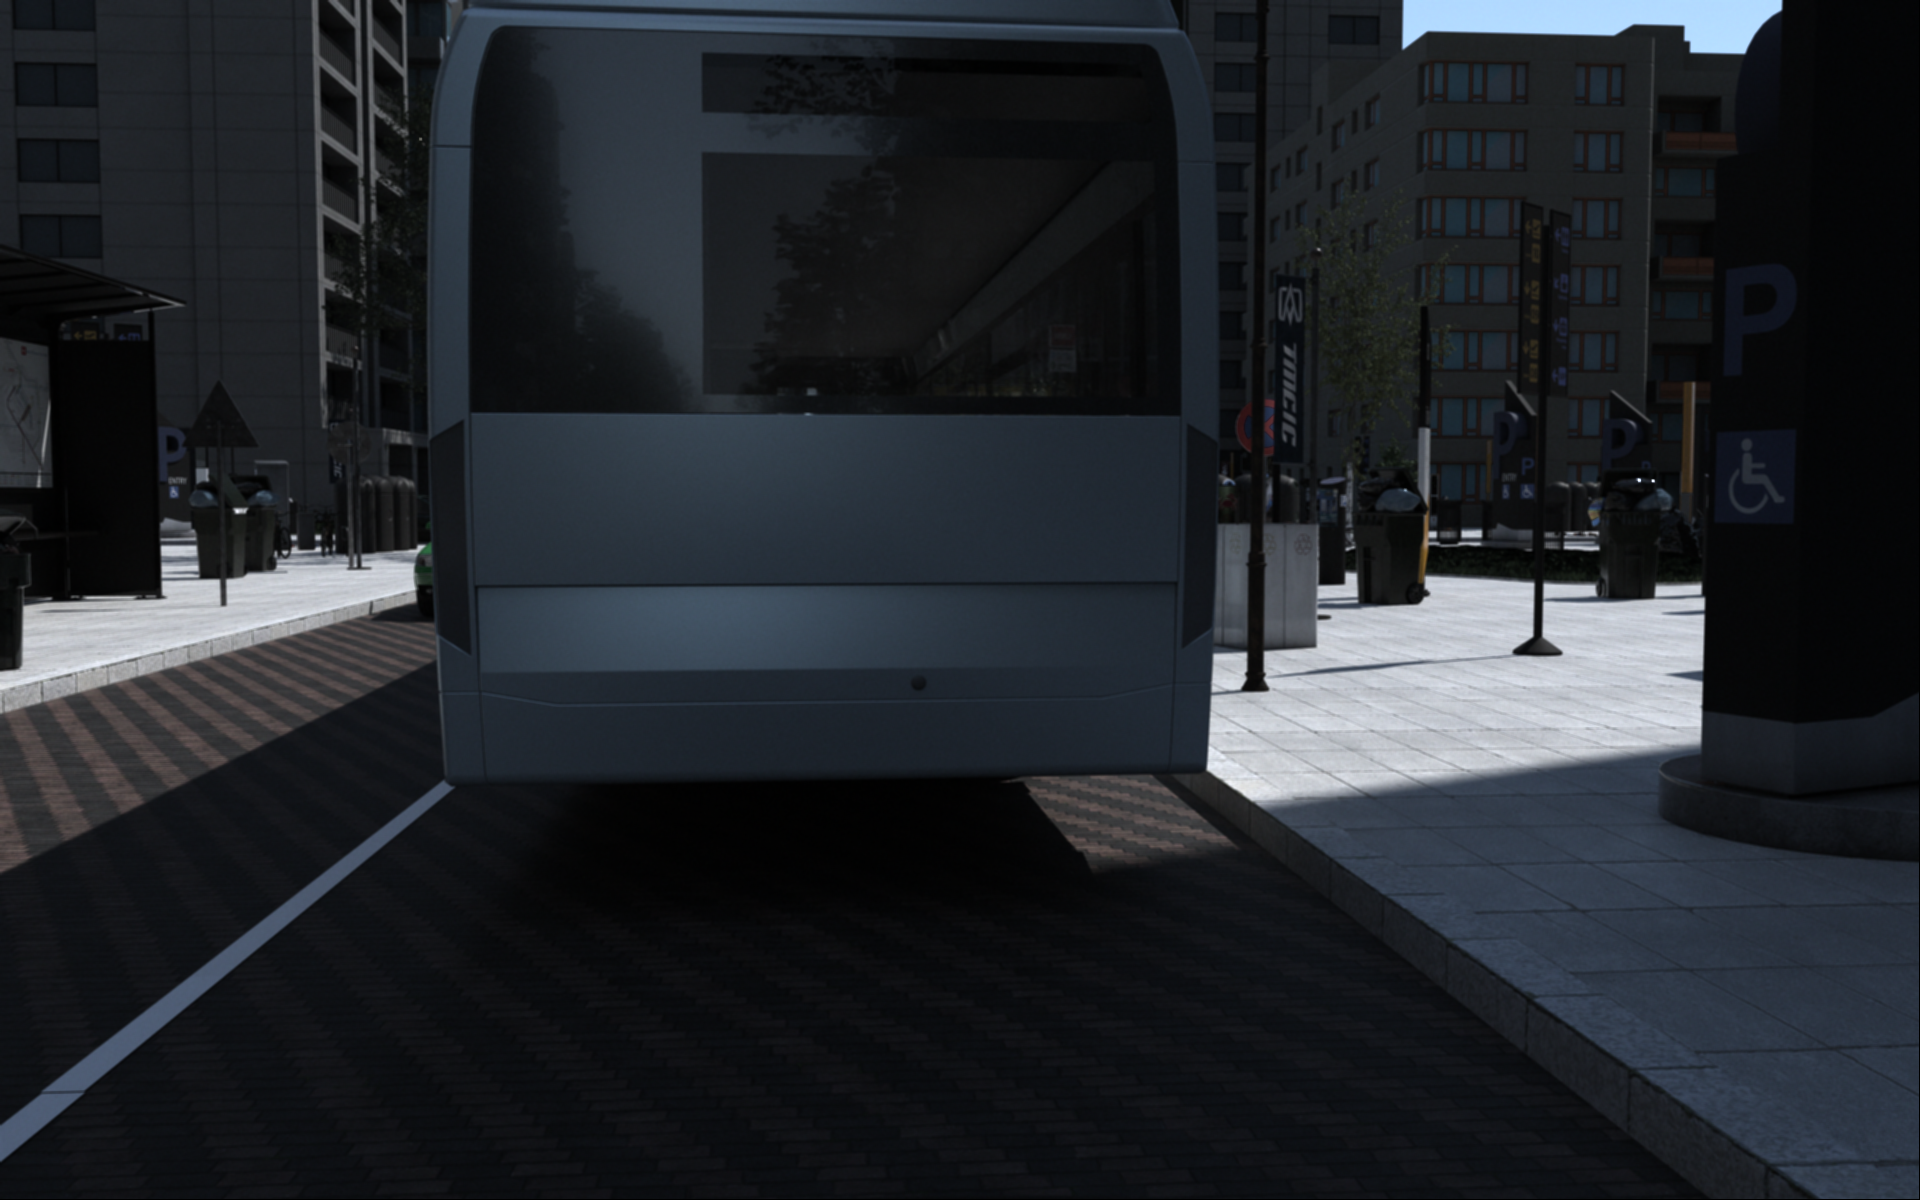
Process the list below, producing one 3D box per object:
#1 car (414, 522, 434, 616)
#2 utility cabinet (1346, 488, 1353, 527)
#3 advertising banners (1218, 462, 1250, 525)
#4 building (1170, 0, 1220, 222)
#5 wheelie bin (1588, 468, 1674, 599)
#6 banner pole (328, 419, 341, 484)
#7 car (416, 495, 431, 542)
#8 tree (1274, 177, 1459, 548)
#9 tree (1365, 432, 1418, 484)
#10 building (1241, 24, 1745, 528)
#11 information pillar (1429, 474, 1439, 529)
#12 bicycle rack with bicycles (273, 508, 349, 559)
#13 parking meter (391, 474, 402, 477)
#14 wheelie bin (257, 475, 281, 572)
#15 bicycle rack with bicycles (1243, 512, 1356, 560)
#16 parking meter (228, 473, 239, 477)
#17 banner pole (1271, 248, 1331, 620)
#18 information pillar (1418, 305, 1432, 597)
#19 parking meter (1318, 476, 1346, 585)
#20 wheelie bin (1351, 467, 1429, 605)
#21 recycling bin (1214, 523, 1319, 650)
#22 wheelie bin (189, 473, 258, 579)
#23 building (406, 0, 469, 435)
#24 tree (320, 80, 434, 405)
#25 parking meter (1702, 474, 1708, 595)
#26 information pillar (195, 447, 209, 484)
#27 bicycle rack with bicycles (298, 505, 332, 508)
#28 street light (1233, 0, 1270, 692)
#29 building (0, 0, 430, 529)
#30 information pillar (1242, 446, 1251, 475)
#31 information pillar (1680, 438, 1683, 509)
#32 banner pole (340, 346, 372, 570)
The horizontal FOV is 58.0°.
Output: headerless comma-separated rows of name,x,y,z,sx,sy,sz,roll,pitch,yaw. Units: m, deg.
car,-5.587,-0.798,21.837,1.959,1.807,4.718,0,4,-4
utility cabinet,14.586,-3.483,65.625,0.318,1.500,1.173,2,4,25
advertising banners,3.191,-1.760,24.964,2.074,3.025,0.090,2,4,33
building,13.450,-40.754,104.579,20.563,71.187,20.611,0,4,-5
wheelie bin,8.283,-0.823,21.360,0.980,1.594,0.693,0,4,8
banner pole,-18.124,-3.724,50.912,0.863,3.779,0.401,-2,4,-30
car,-14.572,-2.251,46.597,4.222,1.686,2.009,0,4,-3
tree,9.555,-5.562,41.303,4.737,8.622,4.395,0,3,0
tree,13.306,-3.617,53.733,1.663,3.219,1.824,0,3,0
building,30.658,-14.370,79.994,28.899,21.520,27.650,0,4,-5
information pillar,17.641,-3.665,64.421,0.304,2.012,0.304,1,4,18
bicycle rack with bicycles,-13.706,-1.357,35.564,2.852,0.926,2.925,-1,4,-21
parking meter,-16.688,-2.797,51.442,0.255,1.863,0.399,1,4,14
wheelie bin,-11.770,-1.276,28.776,0.980,1.594,0.693,0,4,0
bicycle rack with bicycles,6.381,-1.203,33.058,2.925,0.926,2.852,0,4,7
parking meter,-20.536,-2.654,49.108,0.255,1.863,0.399,0,4,-5
banner pole,3.445,-1.686,17.586,0.863,3.779,0.401,-3,5,-39
information pillar,5.842,-1.862,21.805,0.183,3.616,0.504,1,4,22
parking meter,5.288,-0.990,24.592,0.372,1.533,0.369,0,3,0
wheelie bin,5.011,-0.754,20.230,0.693,1.594,0.980,-2,4,-28
recycling bin,2.536,-0.127,14.637,0.722,1.027,0.722,-2,4,-23
wheelie bin,-11.304,-1.132,26.410,0.693,1.594,0.980,0,4,0
building,-48.389,-33.978,175.155,30.456,49.044,23.786,0,4,-5
tree,-9.386,-6.223,36.165,8.767,10.594,7.601,0,4,-2
parking meter,9.599,-0.825,21.900,0.372,1.533,0.369,0,3,0
information pillar,-24.347,-3.934,55.673,0.504,3.616,0.183,2,4,25
bicycle rack with bicycles,-22.134,-2.791,59.012,2.852,0.926,2.925,-3,5,-43
street light,1.930,-2.346,11.144,0.468,5.910,1.993,0,4,-5
building,-32.366,-38.729,71.472,20.563,71.187,20.611,0,4,-5
information pillar,13.117,-5.380,79.316,0.504,3.616,0.183,1,4,8
information pillar,26.569,-4.420,63.630,0.183,3.616,0.504,1,4,11
banner pole,-10.144,-2.396,29.185,0.401,3.779,0.863,-1,4,-23
